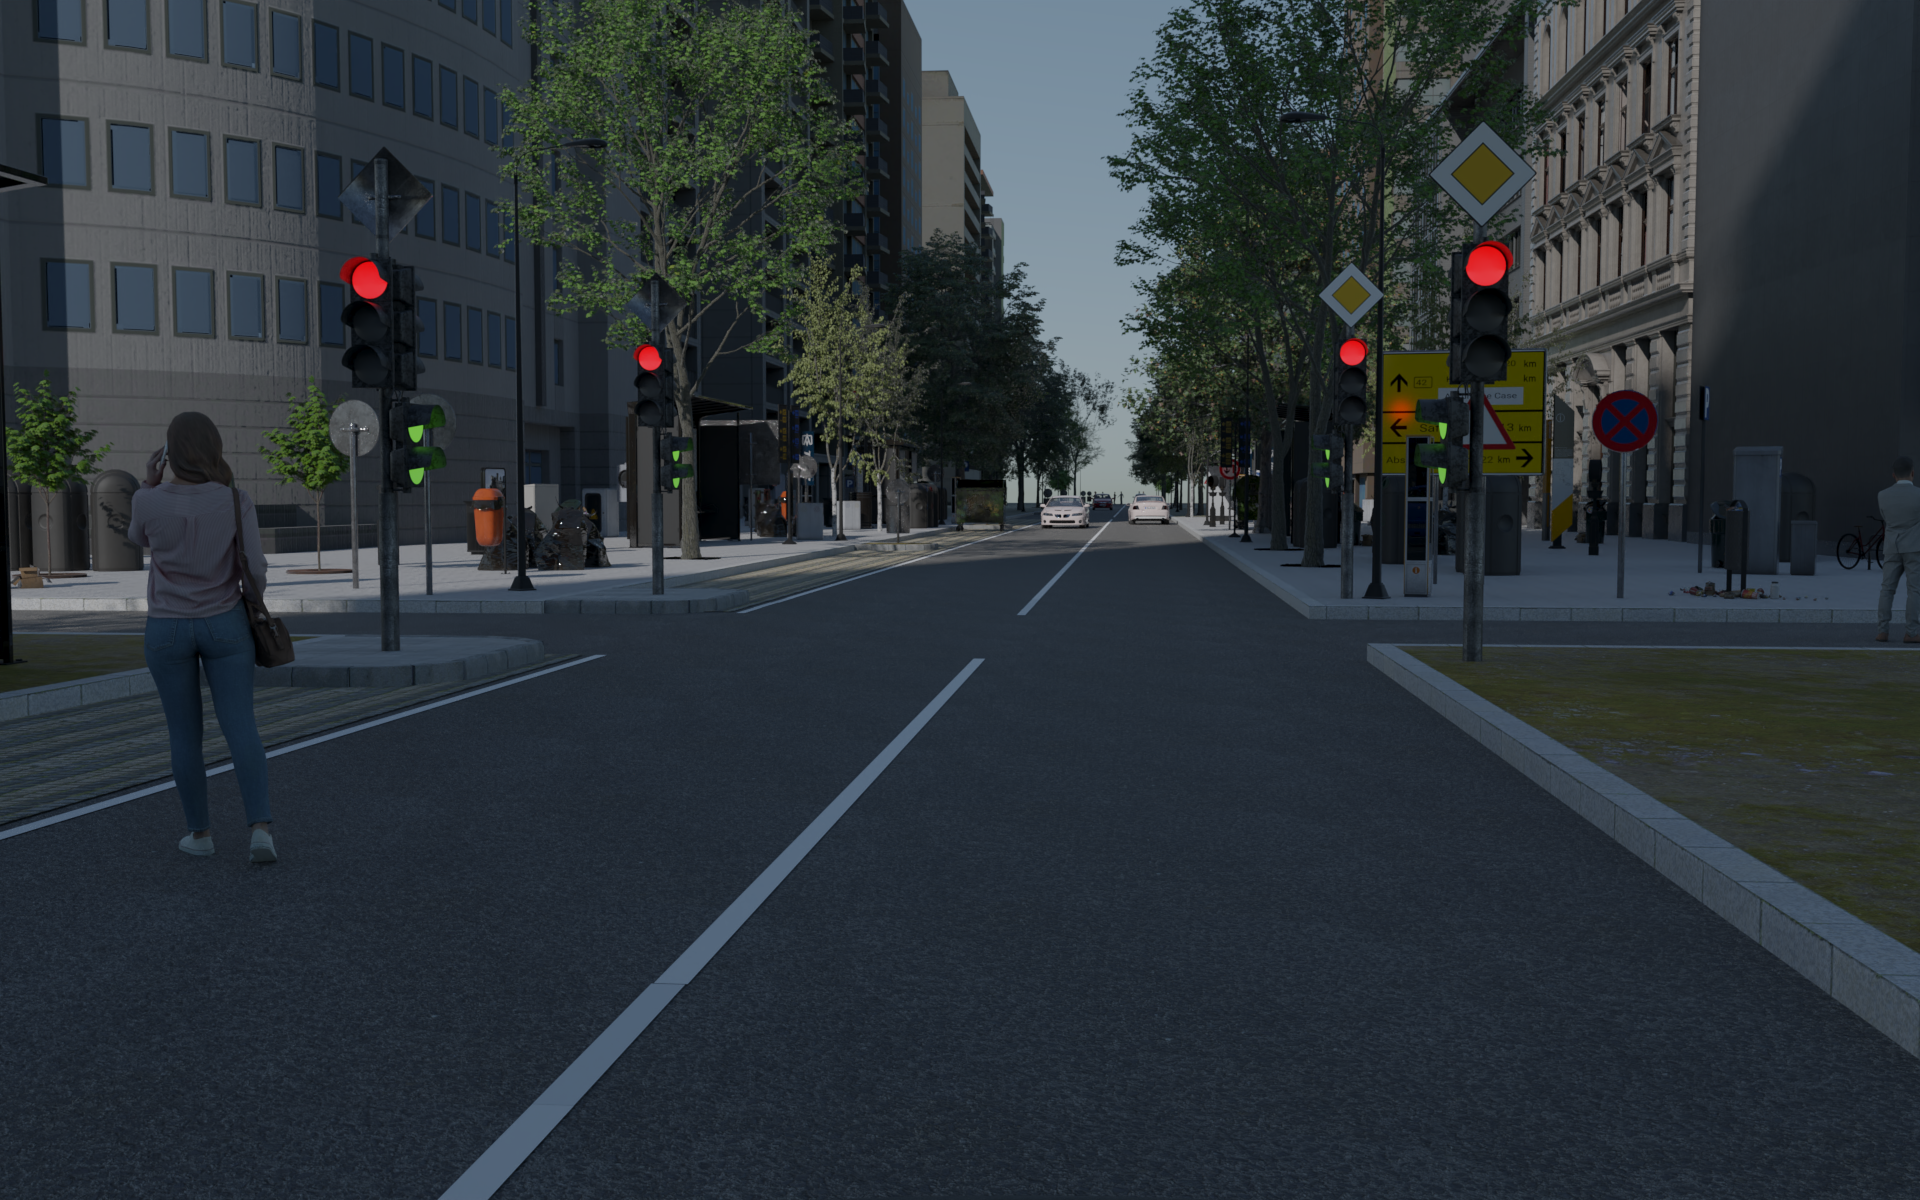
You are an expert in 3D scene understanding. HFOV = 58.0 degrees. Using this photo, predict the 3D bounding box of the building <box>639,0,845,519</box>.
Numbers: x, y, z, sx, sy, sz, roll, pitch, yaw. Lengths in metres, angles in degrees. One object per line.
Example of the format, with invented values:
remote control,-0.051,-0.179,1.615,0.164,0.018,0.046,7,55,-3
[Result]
building,-18.222,-41.008,108.739,20.563,71.187,20.611,0,4,6

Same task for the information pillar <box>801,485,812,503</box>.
information pillar,-5.762,-3.711,65.163,0.304,2.012,0.304,2,4,31

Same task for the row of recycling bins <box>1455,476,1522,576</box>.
row of recycling bins,8.743,-1.324,28.760,1.069,1.692,3.534,1,4,15

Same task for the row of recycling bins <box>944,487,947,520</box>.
row of recycling bins,-1.152,-4.883,86.948,1.069,1.692,3.534,0,4,4

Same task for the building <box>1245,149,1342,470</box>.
building,47.604,-34.772,223.139,22.147,44.769,28.867,0,4,6

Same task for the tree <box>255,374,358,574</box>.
tree,-10.544,-2.045,28.032,1.663,3.219,1.824,0,3,0

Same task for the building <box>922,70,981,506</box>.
building,-9.116,-35.448,203.278,21.300,48.544,21.600,0,4,6

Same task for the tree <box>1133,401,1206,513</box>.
tree,17.425,-12.427,137.596,8.767,10.594,7.601,2,4,29

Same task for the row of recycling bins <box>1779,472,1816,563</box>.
row of recycling bins,16.049,-1.646,34.031,1.069,1.692,3.534,1,4,18

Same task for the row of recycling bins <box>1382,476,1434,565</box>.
row of recycling bins,8.545,-1.590,33.115,1.069,1.692,3.534,1,4,15

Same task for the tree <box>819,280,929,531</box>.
tree,-2.790,-6.659,59.240,4.360,8.622,3.978,0,3,0

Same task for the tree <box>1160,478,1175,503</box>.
tree,29.214,-15.520,248.353,1.663,3.219,1.824,0,3,0

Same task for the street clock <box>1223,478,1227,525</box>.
street clock,10.987,-4.156,72.522,0.358,2.002,0.471,1,4,17

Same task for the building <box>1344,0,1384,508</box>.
building,34.303,-28.739,119.999,14.600,45.320,14.200,0,4,6

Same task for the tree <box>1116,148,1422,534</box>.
tree,9.977,-8.510,56.153,9.611,12.733,9.660,0,3,0

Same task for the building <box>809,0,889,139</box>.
building,-17.456,-29.337,134.288,22.147,44.769,28.867,0,4,6

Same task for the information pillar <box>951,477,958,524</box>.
information pillar,-0.172,-4.312,74.988,0.304,2.012,0.304,-3,4,-38

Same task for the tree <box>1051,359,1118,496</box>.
tree,15.976,-23.532,240.643,12.611,20.169,13.585,0,3,0

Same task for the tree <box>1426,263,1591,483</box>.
tree,17.002,-6.315,53.616,4.360,8.622,3.978,0,3,0

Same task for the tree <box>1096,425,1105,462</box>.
tree,13.602,-19.135,223.232,12.009,13.543,11.850,0,3,0

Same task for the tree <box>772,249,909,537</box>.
tree,-3.718,-6.205,51.810,4.737,8.622,4.395,0,3,0

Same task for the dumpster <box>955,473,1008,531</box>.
dumpster,0.815,-3.757,66.381,1.985,2.255,1.502,0,4,6

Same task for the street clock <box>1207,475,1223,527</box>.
street clock,9.816,-3.832,67.228,0.358,2.002,0.471,-2,4,-26

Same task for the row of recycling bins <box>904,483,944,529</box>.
row of recycling bins,-1.503,-3.588,65.773,1.069,1.692,3.534,1,4,9

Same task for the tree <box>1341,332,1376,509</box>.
tree,14.386,-7.029,65.284,4.360,8.622,3.978,0,3,0

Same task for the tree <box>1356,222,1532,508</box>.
tree,13.074,-5.870,46.341,4.737,8.622,4.395,0,3,0

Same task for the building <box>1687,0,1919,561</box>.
building,30.078,-14.842,36.178,24.014,27.812,14.314,0,4,6

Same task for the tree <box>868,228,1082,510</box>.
tree,0.033,-10.761,82.591,9.857,13.997,8.962,0,3,0

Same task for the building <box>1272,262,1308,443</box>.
building,42.726,-26.332,202.226,14.160,30.474,14.107,0,4,6

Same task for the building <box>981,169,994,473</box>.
building,-7.160,-35.132,229.026,22.147,44.769,28.867,0,4,6

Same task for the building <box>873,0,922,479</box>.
building,-11.117,-30.894,155.233,14.600,45.320,14.200,0,4,6

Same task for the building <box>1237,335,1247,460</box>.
building,46.693,-36.374,244.818,14.600,45.320,14.200,0,4,6

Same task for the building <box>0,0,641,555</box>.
building,-23.133,-30.898,47.189,21.231,58.520,28.212,0,4,6

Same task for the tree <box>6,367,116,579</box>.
tree,-13.887,-1.958,26.620,1.663,3.219,1.824,0,3,0

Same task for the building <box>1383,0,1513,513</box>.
building,32.770,-25.841,106.090,14.154,41.232,14.086,0,4,6

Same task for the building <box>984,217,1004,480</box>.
building,-1.162,-34.647,250.074,14.154,41.232,14.086,0,4,6

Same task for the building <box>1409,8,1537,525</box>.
building,29.875,-15.907,79.140,14.314,24.678,30.058,0,4,6

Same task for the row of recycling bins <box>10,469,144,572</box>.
row of recycling bins,-15.434,-1.343,29.074,3.534,1.692,1.069,0,4,7

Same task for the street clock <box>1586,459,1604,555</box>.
street clock,13.288,-1.938,36.264,0.358,2.002,0.471,2,4,26

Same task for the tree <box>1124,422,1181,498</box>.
tree,25.260,-18.913,215.877,9.857,13.997,8.962,0,3,0

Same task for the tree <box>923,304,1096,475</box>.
tree,2.110,-12.282,111.177,12.009,13.543,11.850,0,3,0

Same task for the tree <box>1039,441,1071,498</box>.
tree,8.605,-13.546,171.844,4.360,8.622,3.978,0,3,0

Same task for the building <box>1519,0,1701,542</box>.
building,25.011,-13.790,54.340,11.050,23.489,19.941,0,4,6

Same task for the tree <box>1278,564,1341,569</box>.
tree,6.390,-6.382,30.104,9.928,11.665,9.643,0,3,0

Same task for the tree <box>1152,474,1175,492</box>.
tree,28.329,-15.733,240.951,4.285,4.588,4.351,0,3,0

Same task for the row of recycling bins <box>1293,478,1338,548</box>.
row of recycling bins,8.661,-2.166,42.527,1.069,1.692,3.534,0,4,8

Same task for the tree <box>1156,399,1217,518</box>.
tree,12.717,-8.723,92.981,4.360,8.622,3.978,0,3,0

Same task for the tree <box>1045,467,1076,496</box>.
tree,11.133,-12.724,191.755,4.285,4.588,4.351,0,3,0

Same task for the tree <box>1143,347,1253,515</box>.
tree,15.043,-11.421,104.852,7.486,12.596,7.792,0,3,0

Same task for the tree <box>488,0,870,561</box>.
tree,-5.449,-6.601,33.688,9.928,11.665,9.643,0,3,0
